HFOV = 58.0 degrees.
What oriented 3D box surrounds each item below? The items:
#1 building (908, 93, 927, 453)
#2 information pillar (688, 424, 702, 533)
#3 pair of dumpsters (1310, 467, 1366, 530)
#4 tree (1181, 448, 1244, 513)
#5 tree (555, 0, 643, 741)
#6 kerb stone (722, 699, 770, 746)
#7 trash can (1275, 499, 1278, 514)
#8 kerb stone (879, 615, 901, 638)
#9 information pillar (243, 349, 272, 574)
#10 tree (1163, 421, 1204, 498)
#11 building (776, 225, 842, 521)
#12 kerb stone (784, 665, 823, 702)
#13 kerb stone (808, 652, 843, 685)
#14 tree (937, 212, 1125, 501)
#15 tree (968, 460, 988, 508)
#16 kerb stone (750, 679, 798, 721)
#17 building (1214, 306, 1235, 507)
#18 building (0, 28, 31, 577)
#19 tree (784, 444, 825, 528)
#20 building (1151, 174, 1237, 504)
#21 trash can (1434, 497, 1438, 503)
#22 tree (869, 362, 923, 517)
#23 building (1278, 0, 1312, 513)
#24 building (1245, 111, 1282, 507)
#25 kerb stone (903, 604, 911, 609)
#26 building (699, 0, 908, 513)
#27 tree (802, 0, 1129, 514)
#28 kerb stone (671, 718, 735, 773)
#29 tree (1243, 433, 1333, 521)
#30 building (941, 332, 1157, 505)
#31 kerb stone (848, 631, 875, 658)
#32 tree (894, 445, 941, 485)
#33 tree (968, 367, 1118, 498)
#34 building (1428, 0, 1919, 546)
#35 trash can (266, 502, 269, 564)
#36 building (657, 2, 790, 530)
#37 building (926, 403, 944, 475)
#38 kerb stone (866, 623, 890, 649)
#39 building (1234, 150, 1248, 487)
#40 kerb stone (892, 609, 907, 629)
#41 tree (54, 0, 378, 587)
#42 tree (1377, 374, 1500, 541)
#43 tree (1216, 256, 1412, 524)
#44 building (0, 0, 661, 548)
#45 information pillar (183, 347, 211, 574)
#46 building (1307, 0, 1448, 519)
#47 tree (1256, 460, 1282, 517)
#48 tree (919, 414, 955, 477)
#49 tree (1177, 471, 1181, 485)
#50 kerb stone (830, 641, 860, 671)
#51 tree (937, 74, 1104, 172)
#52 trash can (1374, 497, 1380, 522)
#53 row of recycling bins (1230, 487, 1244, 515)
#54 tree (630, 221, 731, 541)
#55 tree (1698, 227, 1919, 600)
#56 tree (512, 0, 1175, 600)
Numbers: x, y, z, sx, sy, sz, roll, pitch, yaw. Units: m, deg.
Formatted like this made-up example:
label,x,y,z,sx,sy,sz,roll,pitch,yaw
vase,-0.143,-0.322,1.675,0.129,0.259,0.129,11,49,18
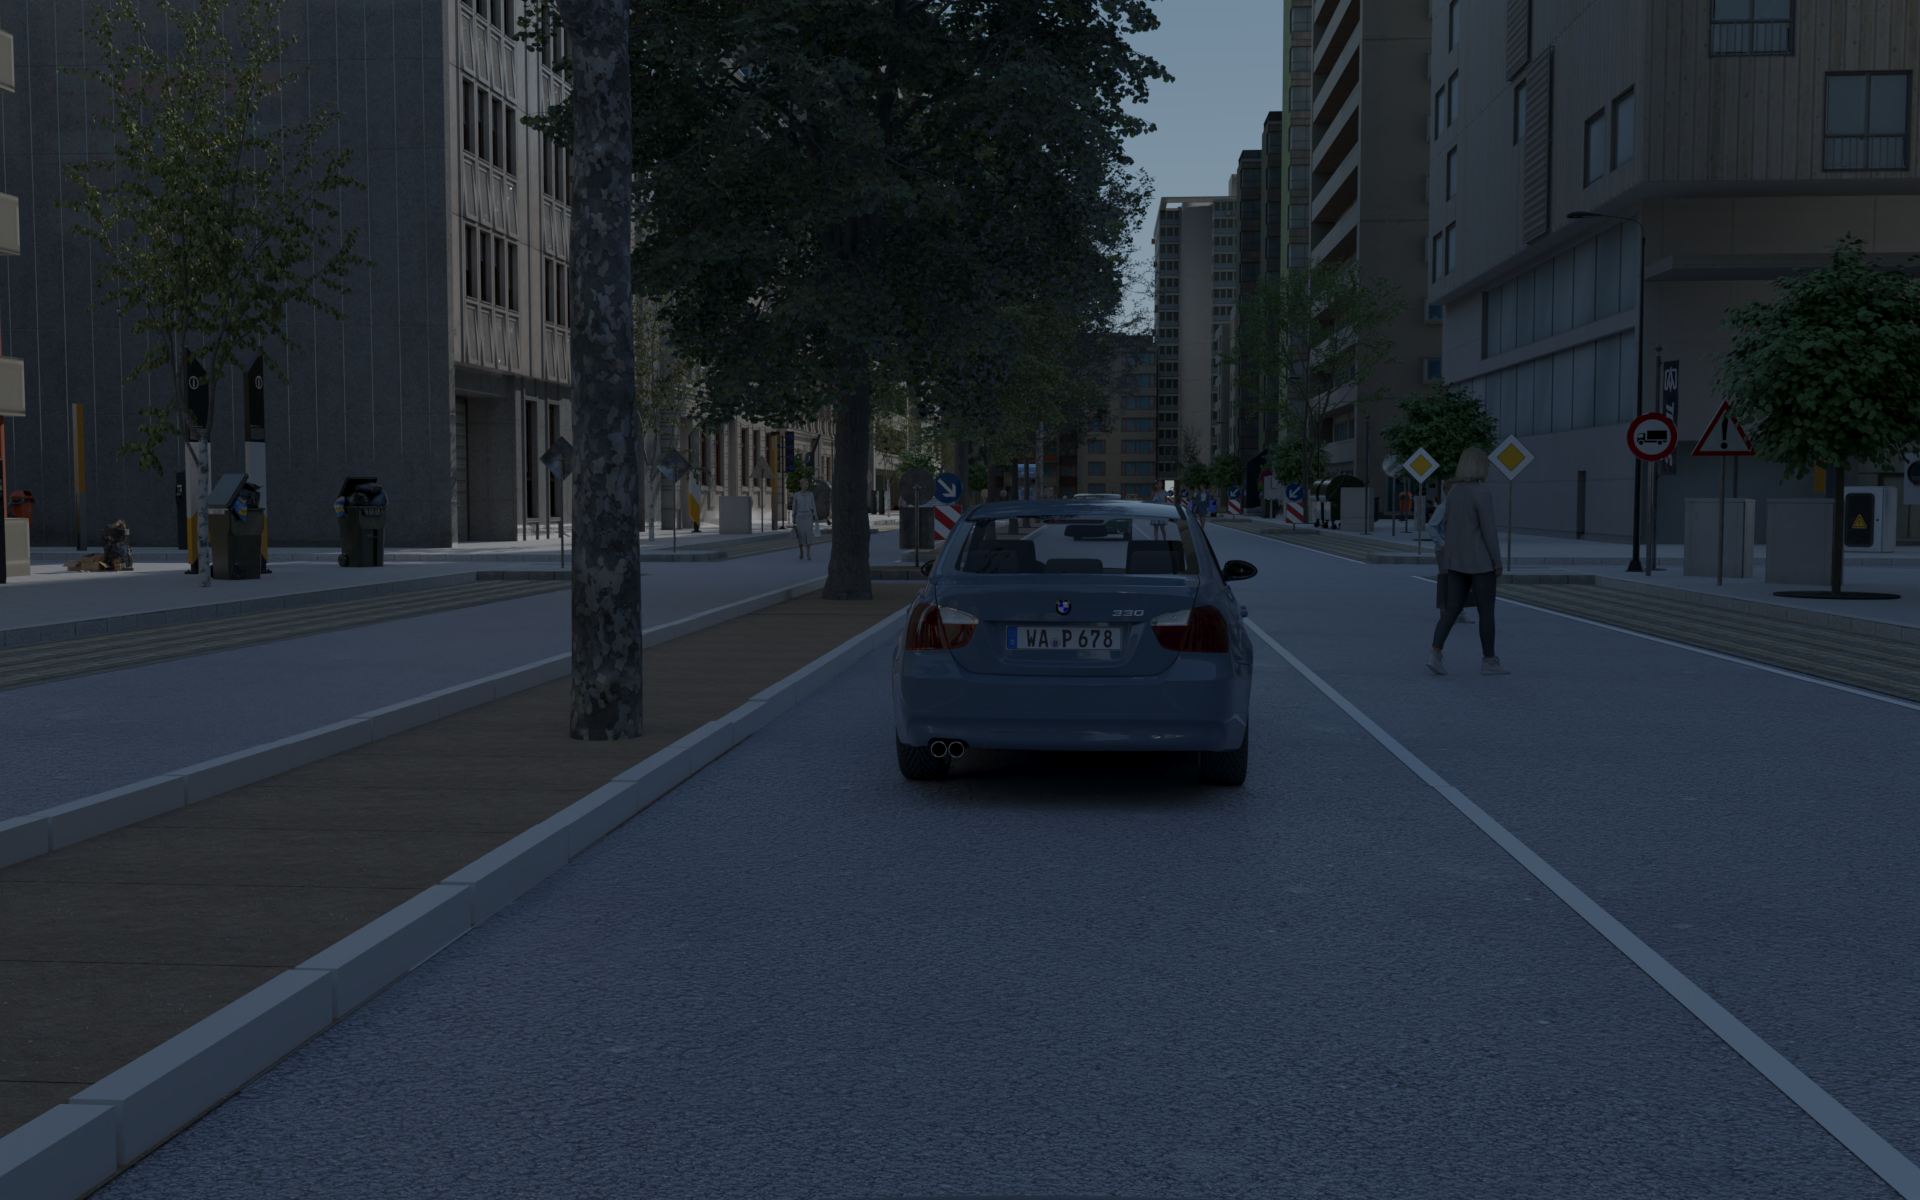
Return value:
label,x,y,z,sx,sy,sz,roll,pitch,yaw
building,-10.359,-28.061,142.392,14.154,41.232,14.086,0,4,5
information pillar,-8.857,-4.061,57.759,0.183,3.616,0.504,2,4,30
pair of dumpsters,14.030,-3.776,64.227,1.574,2.255,4.437,0,4,5
tree,18.477,-8.344,120.134,4.285,4.588,4.351,0,3,0
tree,-3.222,-9.308,10.529,12.611,20.169,13.585,0,3,0
kerb stone,-1.300,0.740,10.312,0.120,0.150,1.000,0,4,5
trash can,19.153,-5.782,106.184,0.748,1.137,0.748,0,3,0
kerb stone,-0.737,0.290,17.452,0.120,0.150,1.000,0,4,5
information pillar,-11.260,-2.223,27.701,0.183,3.616,0.504,0,4,6
tree,22.857,-13.782,175.705,4.360,8.622,3.978,0,3,0
building,-12.231,-13.877,91.511,10.561,19.102,19.286,0,4,5
kerb stone,-1.137,0.603,12.349,0.120,0.150,1.000,0,4,5
kerb stone,-1.058,0.540,13.370,0.120,0.150,1.000,0,4,5
tree,1.978,-8.083,60.376,9.928,11.665,9.643,0,3,0
tree,1.932,-11.887,178.058,4.285,4.588,4.351,0,3,0
kerb stone,-1.222,0.665,11.331,0.120,0.150,1.000,0,4,5
building,39.782,-19.797,168.717,27.650,21.520,28.899,0,4,5
building,-30.162,-10.337,14.057,28.899,21.520,27.650,0,4,5
tree,-6.211,-4.355,65.800,1.663,3.219,1.824,0,3,0
building,35.778,-31.858,212.758,23.993,40.220,32.217,0,4,5
trash can,21.851,-4.088,78.488,0.748,1.137,0.748,0,3,0
tree,-3.932,-8.900,95.882,4.360,8.622,3.978,0,3,0
building,28.971,-26.627,118.948,14.154,41.232,14.086,0,4,5
building,30.011,-22.124,133.431,14.160,30.474,14.107,0,4,5
kerb stone,-0.577,0.167,19.496,0.120,0.150,1.000,0,4,5
building,-15.482,-30.615,124.253,21.300,48.544,21.600,0,4,5
tree,-0.046,-7.277,39.565,7.486,12.596,7.792,0,3,0
kerb stone,-1.385,0.789,9.293,0.120,0.150,1.000,0,4,5
tree,16.195,-6.079,83.108,4.285,4.588,4.351,0,3,0
building,9.118,-22.491,212.764,28.899,21.520,27.650,0,4,5
kerb stone,-0.903,0.415,15.412,0.120,0.150,1.000,0,4,5
tree,-2.825,-7.889,112.703,4.285,4.588,4.351,0,3,0
tree,4.549,-9.724,95.863,8.767,10.594,7.601,0,4,5
building,30.097,-28.315,52.195,27.495,52.752,28.713,0,4,5
trash can,-12.400,-1.129,30.121,0.748,1.137,0.748,0,3,0
building,-14.394,-14.384,71.332,11.583,22.565,21.152,0,4,5
building,-13.956,-29.333,171.474,23.993,40.220,32.217,0,4,5
kerb stone,-0.813,0.352,16.433,0.120,0.150,1.000,0,4,5
building,30.387,-22.994,147.655,14.160,30.474,14.107,0,4,5
kerb stone,-0.660,0.227,18.478,0.120,0.150,1.000,0,4,5
tree,-10.407,-4.499,23.918,4.737,8.622,4.395,0,3,0
tree,13.216,-3.911,47.662,4.285,4.588,4.351,0,3,0
tree,15.072,-9.099,74.521,9.928,11.665,9.643,0,3,0
building,-17.283,-14.236,50.777,12.078,24.808,19.932,0,4,5
information pillar,-12.237,-2.229,27.793,0.183,3.616,0.504,1,4,17
building,31.479,-28.879,95.865,21.300,48.544,21.600,0,4,5
tree,17.239,-6.307,97.727,1.663,3.219,1.824,0,3,0
tree,-1.462,-11.103,131.901,4.737,8.622,4.395,0,3,0
tree,21.209,-10.446,154.509,4.285,4.588,4.351,0,3,0
kerb stone,-0.976,0.477,14.393,0.120,0.150,1.000,0,4,5
tree,0.904,-8.348,49.321,12.009,13.543,11.850,0,3,0
trash can,18.822,-4.127,79.131,0.748,1.137,0.748,0,3,0
row of recycling bins,17.421,-6.171,108.003,1.069,1.692,3.534,0,4,0
tree,-8.298,-5.887,46.620,4.360,8.622,3.978,0,3,0
tree,10.902,-2.317,21.605,4.285,4.588,4.351,0,3,0
tree,-1.524,-6.977,23.186,9.857,13.997,8.962,0,3,0
